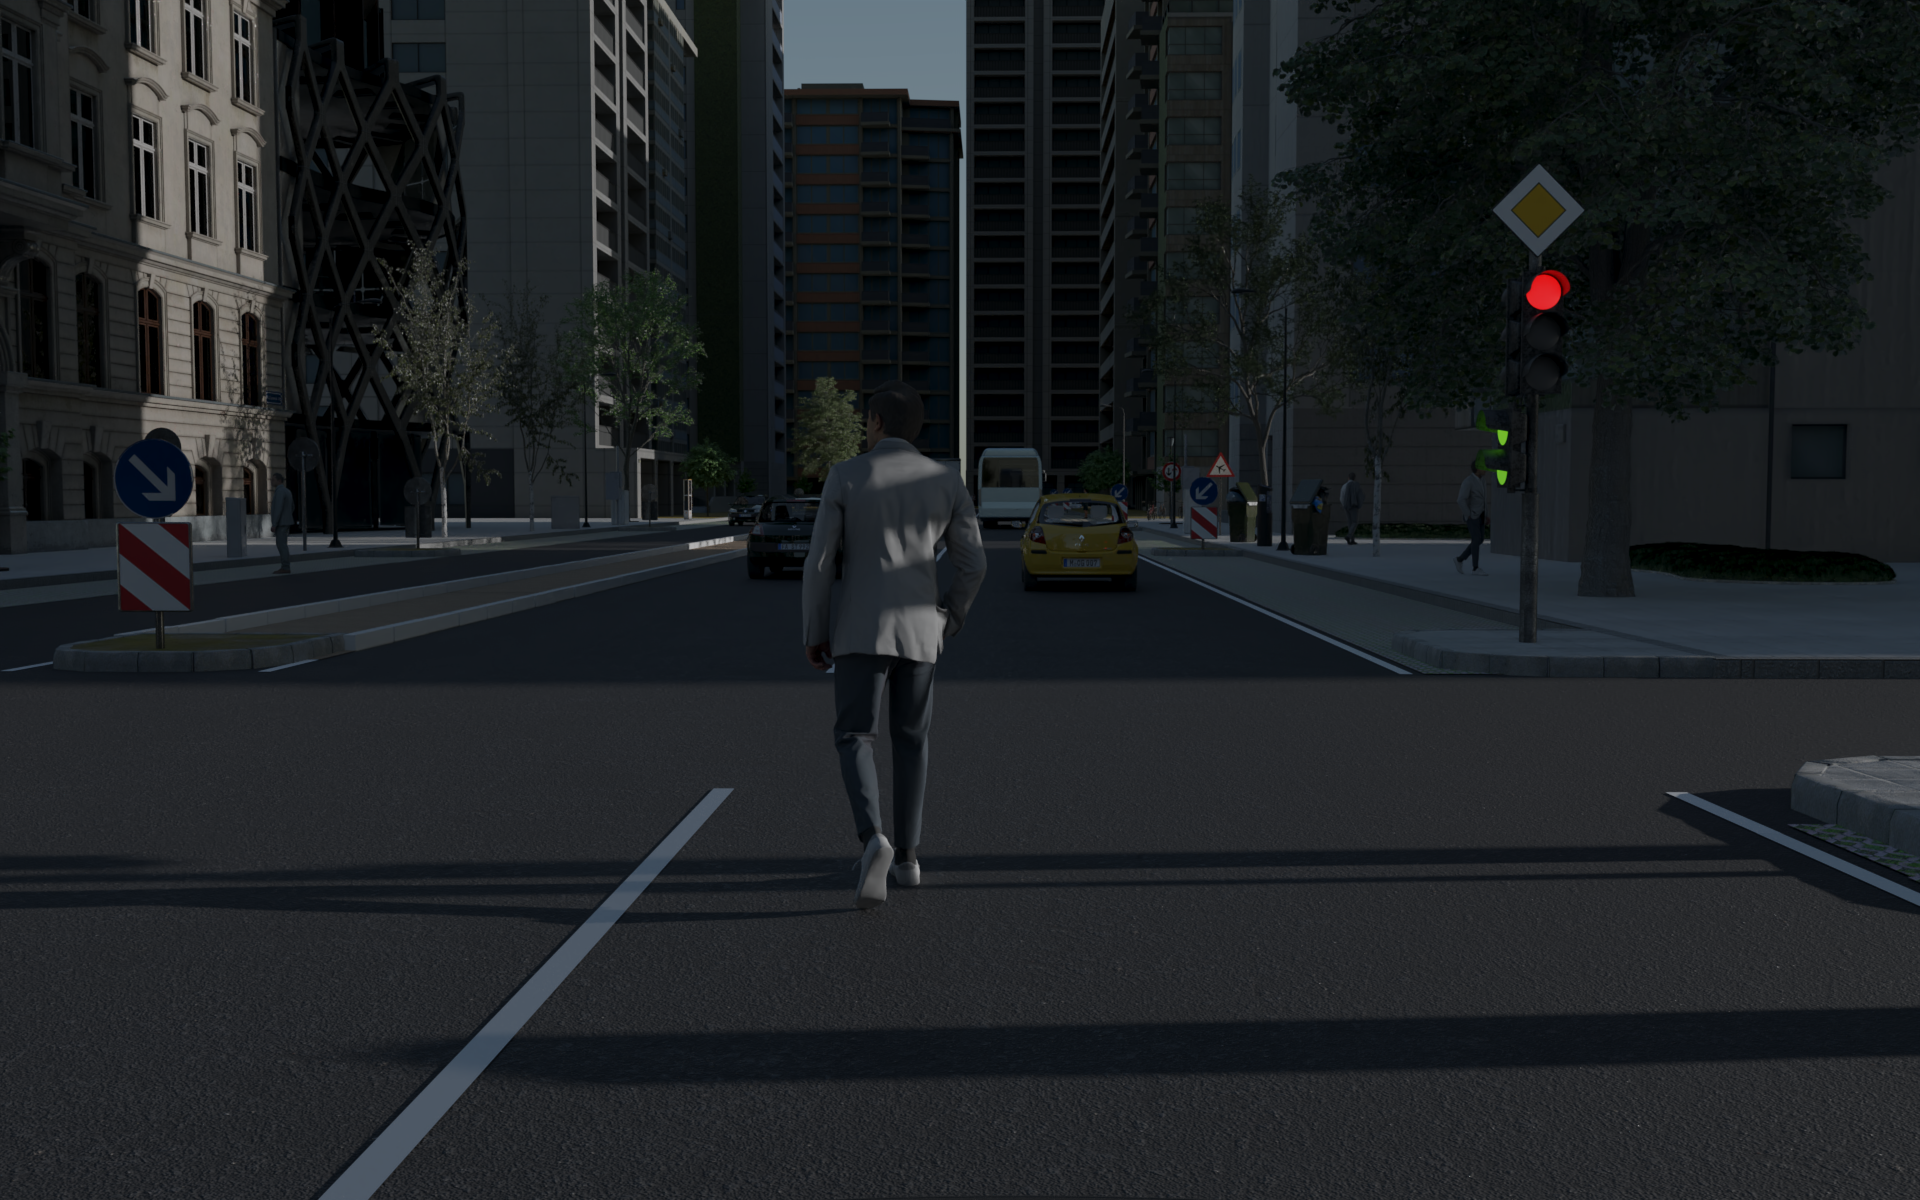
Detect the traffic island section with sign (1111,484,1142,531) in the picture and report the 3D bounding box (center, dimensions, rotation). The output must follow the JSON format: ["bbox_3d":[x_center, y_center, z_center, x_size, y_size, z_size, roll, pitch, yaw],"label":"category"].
[{"bbox_3d":[6.062,-3.604,67.557,1.989,1.847,2.006,0,4,1],"label":"traffic island section with sign"}]

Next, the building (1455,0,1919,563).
[{"bbox_3d":[18.586,-21.674,37.962,14.154,41.232,14.086,0,4,1],"label":"building"}]

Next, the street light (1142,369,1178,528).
[{"bbox_3d":[7.469,-5.634,64.660,1.470,5.913,1.316,0,4,1],"label":"street light"}]

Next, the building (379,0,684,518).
[{"bbox_3d":[-27.069,-40.489,100.245,20.563,71.187,20.611,0,4,1],"label":"building"}]

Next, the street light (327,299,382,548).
[{"bbox_3d":[-14.417,-4.205,41.295,1.470,5.913,1.316,0,4,1],"label":"street light"}]

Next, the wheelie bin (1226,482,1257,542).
[{"bbox_3d":[7.495,-2.337,46.124,0.693,1.594,0.980,3,4,39],"label":"wheelie bin"}]

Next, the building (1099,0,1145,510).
[{"bbox_3d":[23.513,-32.274,151.387,21.300,48.544,21.600,0,4,1],"label":"building"}]

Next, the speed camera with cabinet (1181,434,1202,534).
[{"bbox_3d":[7.601,-3.813,56.685,0.660,3.252,2.038,0,4,5],"label":"speed camera with cabinet"}]

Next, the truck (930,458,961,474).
[{"bbox_3d":[-1.187,-9.309,141.120,2.839,4.237,11.283,0,4,0],"label":"truck"}]

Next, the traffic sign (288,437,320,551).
[{"bbox_3d":[-14.790,-2.381,39.028,0.768,2.556,0.104,1,4,8],"label":"traffic sign"}]

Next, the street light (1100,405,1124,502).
[{"bbox_3d":[7.952,-7.183,89.977,1.470,5.913,1.316,0,4,1],"label":"street light"}]

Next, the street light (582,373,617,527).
[{"bbox_3d":[-13.841,-5.744,66.457,1.470,5.913,1.316,0,4,1],"label":"street light"}]

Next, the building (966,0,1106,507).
[{"bbox_3d":[11.092,-45.700,185.454,20.611,71.187,20.563,0,4,1],"label":"building"}]

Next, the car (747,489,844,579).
[{"bbox_3d":[-2.699,-1.281,30.728,2.009,1.686,4.222,0,4,2],"label":"car"}]

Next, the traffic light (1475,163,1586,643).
[{"bbox_3d":[4.896,-1.588,14.878,0.839,4.253,0.868,0,4,1],"label":"traffic light"}]

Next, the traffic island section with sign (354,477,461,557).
[{"bbox_3d":[-12.656,-1.917,39.979,1.989,1.847,2.006,0,4,1],"label":"traffic island section with sign"}]

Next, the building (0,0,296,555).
[{"bbox_3d":[-25.834,-13.201,34.918,14.460,24.649,34.723,0,4,1],"label":"building"}]

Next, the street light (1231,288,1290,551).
[{"bbox_3d":[6.811,-4.078,39.218,1.470,5.913,1.316,0,4,1],"label":"street light"}]

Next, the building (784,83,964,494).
[{"bbox_3d":[-14.191,-32.604,187.692,28.867,44.769,22.147,0,4,1],"label":"building"}]

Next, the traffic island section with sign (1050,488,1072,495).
[{"bbox_3d":[7.117,-6.626,116.962,1.989,1.847,2.006,0,4,1],"label":"traffic island section with sign"}]

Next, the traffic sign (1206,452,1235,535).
[{"bbox_3d":[8.090,-3.291,53.811,0.884,2.594,0.081,0,4,7],"label":"traffic sign"}]

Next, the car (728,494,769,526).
[{"bbox_3d":[-9.499,-4.235,79.024,2.009,1.686,4.222,0,4,1],"label":"car"}]

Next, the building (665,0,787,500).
[{"bbox_3d":[-29.933,-37.325,152.256,28.212,58.520,21.231,0,4,1],"label":"building"}]

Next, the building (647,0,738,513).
[{"bbox_3d":[-32.893,-26.404,123.579,32.217,40.220,23.993,0,4,1],"label":"building"}]

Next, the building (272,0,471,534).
[{"bbox_3d":[-26.393,-11.828,60.835,16.820,18.784,16.811,0,4,1],"label":"building"}]

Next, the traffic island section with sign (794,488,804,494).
[{"bbox_3d":[-10.978,-6.708,118.305,1.989,1.847,2.006,0,4,1],"label":"traffic island section with sign"}]

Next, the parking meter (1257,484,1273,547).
[{"bbox_3d":[7.479,-2.084,42.480,0.372,1.533,0.369,0,3,0],"label":"parking meter"}]

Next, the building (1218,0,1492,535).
[{"bbox_3d":[21.228,-32.078,66.479,21.231,58.520,28.212,0,4,1],"label":"building"}]

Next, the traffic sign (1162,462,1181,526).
[{"bbox_3d":[8.370,-4.183,68.491,0.768,2.556,0.104,1,4,9],"label":"traffic sign"}]

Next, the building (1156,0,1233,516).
[{"bbox_3d":[18.893,-20.409,105.392,14.160,30.474,14.107,0,4,1],"label":"building"}]

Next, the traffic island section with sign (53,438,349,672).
[{"bbox_3d":[-6.617,-0.413,14.897,2.006,1.907,1.989,0,4,1],"label":"traffic island section with sign"}]

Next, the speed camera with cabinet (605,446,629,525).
[{"bbox_3d":[-14.279,-4.756,72.096,0.660,3.252,2.038,0,4,1],"label":"speed camera with cabinet"}]

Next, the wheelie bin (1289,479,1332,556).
[{"bbox_3d":[7.372,-1.746,36.448,0.693,1.594,0.980,-2,4,-33],"label":"wheelie bin"}]

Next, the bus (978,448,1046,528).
[{"bbox_3d":[2.322,-4.973,76.161,2.948,3.499,13.247,0,4,3],"label":"bus"}]

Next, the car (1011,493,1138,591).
[{"bbox_3d":[1.808,-1.026,27.003,2.015,1.641,3.980,0,4,1],"label":"car"}]

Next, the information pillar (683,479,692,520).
[{"bbox_3d":[-13.688,-5.048,87.031,0.304,2.012,0.304,1,4,22],"label":"information pillar"}]

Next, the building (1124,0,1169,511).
[{"bbox_3d":[23.571,-28.849,126.309,22.147,44.769,28.867,0,4,1],"label":"building"}]

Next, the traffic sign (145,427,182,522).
[{"bbox_3d":[-15.255,-2.019,33.119,0.768,2.556,0.104,0,4,4],"label":"traffic sign"}]

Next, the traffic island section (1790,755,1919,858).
[{"bbox_3d":[4.766,0.934,7.008,2.009,0.180,2.903,0,4,1],"label":"traffic island section"}]

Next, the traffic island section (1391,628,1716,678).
[{"bbox_3d":[4.936,0.446,14.991,2.009,0.180,2.903,0,4,1],"label":"traffic island section"}]

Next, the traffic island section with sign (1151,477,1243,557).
[{"bbox_3d":[5.483,-1.941,40.370,1.989,1.847,2.006,0,4,1],"label":"traffic island section with sign"}]

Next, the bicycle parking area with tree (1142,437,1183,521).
[{"bbox_3d":[13.174,-6.084,86.470,8.231,4.147,9.016,2,4,23],"label":"bicycle parking area with tree"}]

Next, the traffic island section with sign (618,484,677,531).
[{"bbox_3d":[-12.073,-3.579,67.150,1.989,1.847,2.006,0,4,1],"label":"traffic island section with sign"}]
